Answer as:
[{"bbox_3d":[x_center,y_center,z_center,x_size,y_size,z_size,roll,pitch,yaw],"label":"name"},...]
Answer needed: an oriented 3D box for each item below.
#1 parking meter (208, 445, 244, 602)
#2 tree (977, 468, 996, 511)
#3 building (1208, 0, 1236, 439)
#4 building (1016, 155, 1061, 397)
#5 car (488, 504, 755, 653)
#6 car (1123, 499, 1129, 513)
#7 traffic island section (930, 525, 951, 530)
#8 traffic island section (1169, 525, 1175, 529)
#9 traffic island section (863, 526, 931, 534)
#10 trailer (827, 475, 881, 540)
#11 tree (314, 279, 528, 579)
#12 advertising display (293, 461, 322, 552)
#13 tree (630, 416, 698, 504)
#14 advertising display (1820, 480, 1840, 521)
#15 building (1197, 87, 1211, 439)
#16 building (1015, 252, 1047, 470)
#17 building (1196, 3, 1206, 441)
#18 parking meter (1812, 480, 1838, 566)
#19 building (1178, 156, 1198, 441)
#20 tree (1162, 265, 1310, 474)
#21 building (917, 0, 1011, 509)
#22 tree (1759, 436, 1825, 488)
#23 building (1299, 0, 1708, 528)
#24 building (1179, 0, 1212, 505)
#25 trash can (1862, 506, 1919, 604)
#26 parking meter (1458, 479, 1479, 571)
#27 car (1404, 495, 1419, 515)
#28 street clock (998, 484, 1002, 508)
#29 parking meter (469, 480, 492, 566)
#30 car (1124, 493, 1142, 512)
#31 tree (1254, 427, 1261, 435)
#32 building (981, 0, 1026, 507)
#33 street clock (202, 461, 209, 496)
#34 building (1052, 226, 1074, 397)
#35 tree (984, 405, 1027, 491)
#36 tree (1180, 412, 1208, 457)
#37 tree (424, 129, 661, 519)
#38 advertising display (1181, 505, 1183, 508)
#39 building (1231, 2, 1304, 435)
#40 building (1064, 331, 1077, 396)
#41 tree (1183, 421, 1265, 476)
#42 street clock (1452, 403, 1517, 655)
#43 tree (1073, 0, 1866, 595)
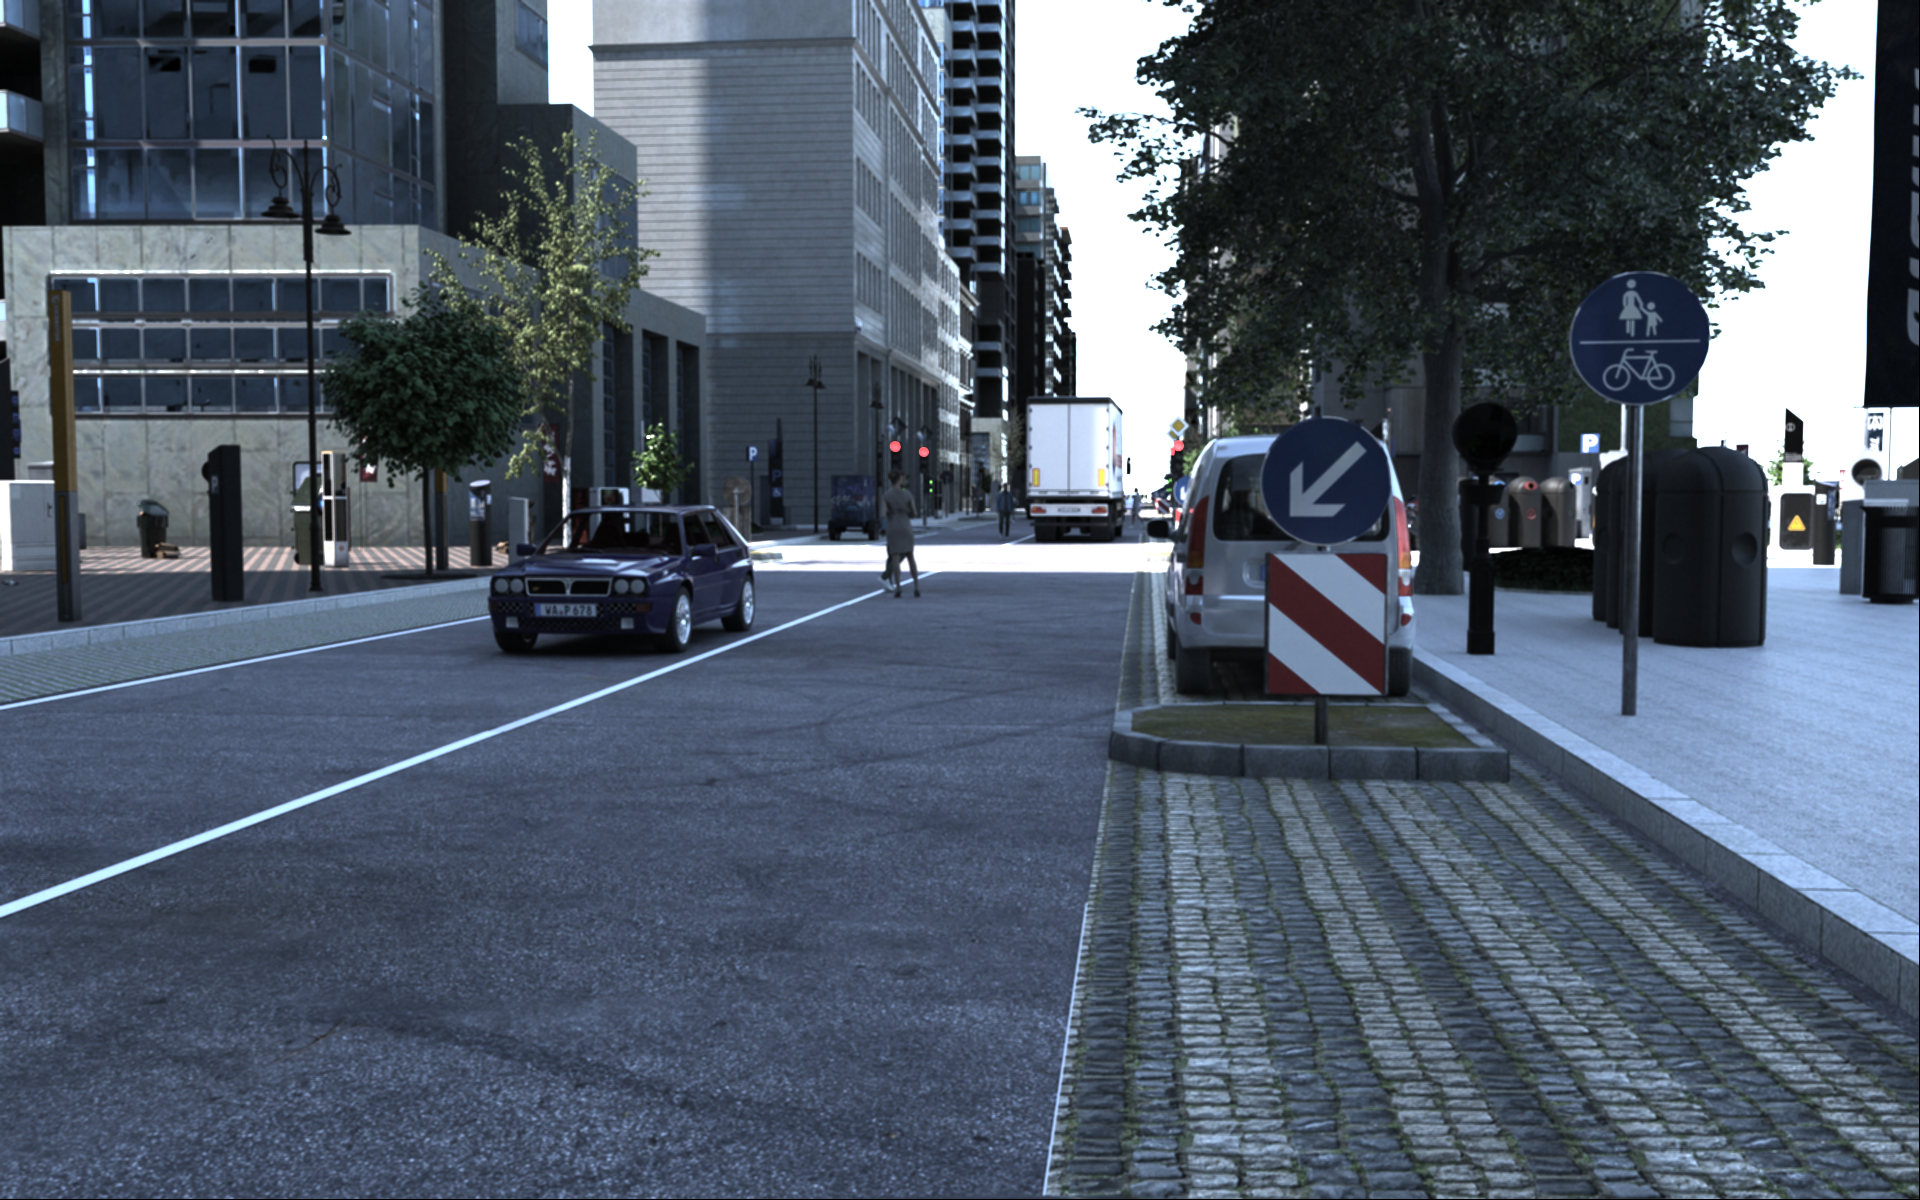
[{"bbox_3d":[-8.819,-0.923,20.804,0.399,1.863,0.255,3,5,44],"label":"parking meter"},{"bbox_3d":[2.003,-8.280,129.983,1.663,3.219,1.824,0,3,0],"label":"tree"},{"bbox_3d":[29.068,-35.808,127.467,21.231,58.520,28.212,0,4,6],"label":"building"},{"bbox_3d":[2.749,-38.292,245.689,23.786,49.044,30.456,0,4,6],"label":"building"},{"bbox_3d":[-3.200,-0.265,16.914,1.945,1.354,3.894,0,4,6],"label":"car"},{"bbox_3d":[11.989,-7.488,134.221,2.131,1.459,4.920,0,4,7],"label":"car"},{"bbox_3d":[-1.449,-2.943,70.399,2.009,0.180,2.903,0,4,6],"label":"traffic island section"},{"bbox_3d":[8.584,-2.877,69.318,2.009,0.180,2.903,0,4,6],"label":"traffic island section"},{"bbox_3d":[-2.304,-2.457,62.460,2.009,0.180,2.903,0,4,6],"label":"traffic island section"},{"bbox_3d":[-3.324,-2.796,52.756,1.471,1.999,3.904,0,4,5],"label":"trailer"},{"bbox_3d":[-8.214,-2.629,26.691,4.285,4.588,4.351,0,3,0],"label":"tree"},{"bbox_3d":[-12.659,-1.777,34.262,0.974,1.923,0.123,-1,4,-10],"label":"advertising display"},{"bbox_3d":[-7.252,-2.941,42.684,1.663,3.219,1.824,0,3,0],"label":"tree"},{"bbox_3d":[40.628,-4.639,81.062,0.974,1.923,0.123,3,5,45],"label":"advertising display"},{"bbox_3d":[34.908,-33.692,170.475,23.786,49.044,30.456,0,4,6],"label":"building"},{"bbox_3d":[2.854,-26.507,205.091,14.160,30.474,14.107,0,4,6],"label":"building"},{"bbox_3d":[41.050,-48.924,238.164,20.563,71.187,20.611,0,4,6],"label":"building"},{"bbox_3d":[15.528,-1.387,31.094,0.372,1.533,0.369,0,3,0],"label":"parking meter"},{"bbox_3d":[47.588,-41.174,262.431,28.713,52.752,27.495,0,4,6],"label":"building"},{"bbox_3d":[9.239,-6.400,54.995,4.737,8.622,4.395,0,3,0],"label":"tree"},{"bbox_3d":[-5.946,-51.849,160.397,22.319,86.520,31.000,0,4,6],"label":"building"},{"bbox_3d":[23.810,-3.372,49.732,1.663,3.219,1.824,0,3,0],"label":"tree"},{"bbox_3d":[21.974,-23.781,72.421,14.086,41.232,14.154,0,4,6],"label":"building"},{"bbox_3d":[36.907,-54.269,199.964,22.319,86.520,31.000,0,4,6],"label":"building"},{"bbox_3d":[10.959,-0.531,20.341,0.748,1.137,0.748,0,3,0],"label":"trash can"},{"bbox_3d":[8.501,-1.254,28.922,0.372,1.533,0.369,0,3,0],"label":"parking meter"},{"bbox_3d":[18.733,-3.417,64.907,4.494,1.783,2.155,0,4,6],"label":"car"},{"bbox_3d":[3.005,-8.316,140.535,0.358,2.002,0.471,-3,4,-36],"label":"street clock"},{"bbox_3d":[-8.531,-1.371,30.819,0.372,1.533,0.369,0,3,0],"label":"parking meter"},{"bbox_3d":[13.669,-7.938,139.377,1.945,1.707,3.694,0,4,5],"label":"car"},{"bbox_3d":[8.578,-3.394,50.099,1.663,3.219,1.824,0,3,0],"label":"tree"},{"bbox_3d":[-2.319,-45.757,186.382,20.563,71.187,20.611,0,4,6],"label":"building"},{"bbox_3d":[-15.990,-1.996,37.203,0.471,2.002,0.358,0,4,1],"label":"street clock"},{"bbox_3d":[6.585,-37.955,275.184,22.147,44.769,28.867,0,4,6],"label":"building"},{"bbox_3d":[3.984,-11.795,143.212,4.360,8.622,3.978,0,3,0],"label":"tree"},{"bbox_3d":[20.985,-12.455,153.999,4.360,8.622,3.978,0,3,0],"label":"tree"},{"bbox_3d":[-8.098,-5.144,34.466,4.737,8.622,4.395,0,3,0],"label":"tree"},{"bbox_3d":[17.891,-8.221,139.632,0.123,1.923,0.974,0,4,-2],"label":"advertising display"},{"bbox_3d":[22.707,-20.063,99.732,14.160,30.474,14.107,0,4,6],"label":"building"},{"bbox_3d":[12.750,-32.104,296.593,14.160,30.474,14.107,0,4,6],"label":"building"},{"bbox_3d":[12.284,-5.680,76.583,4.285,4.588,4.351,0,3,0],"label":"tree"},{"bbox_3d":[4.183,-0.568,13.857,0.471,2.002,0.358,0,4,8],"label":"street clock"},{"bbox_3d":[6.275,-7.048,21.898,9.857,13.997,8.962,0,3,0],"label":"tree"}]
